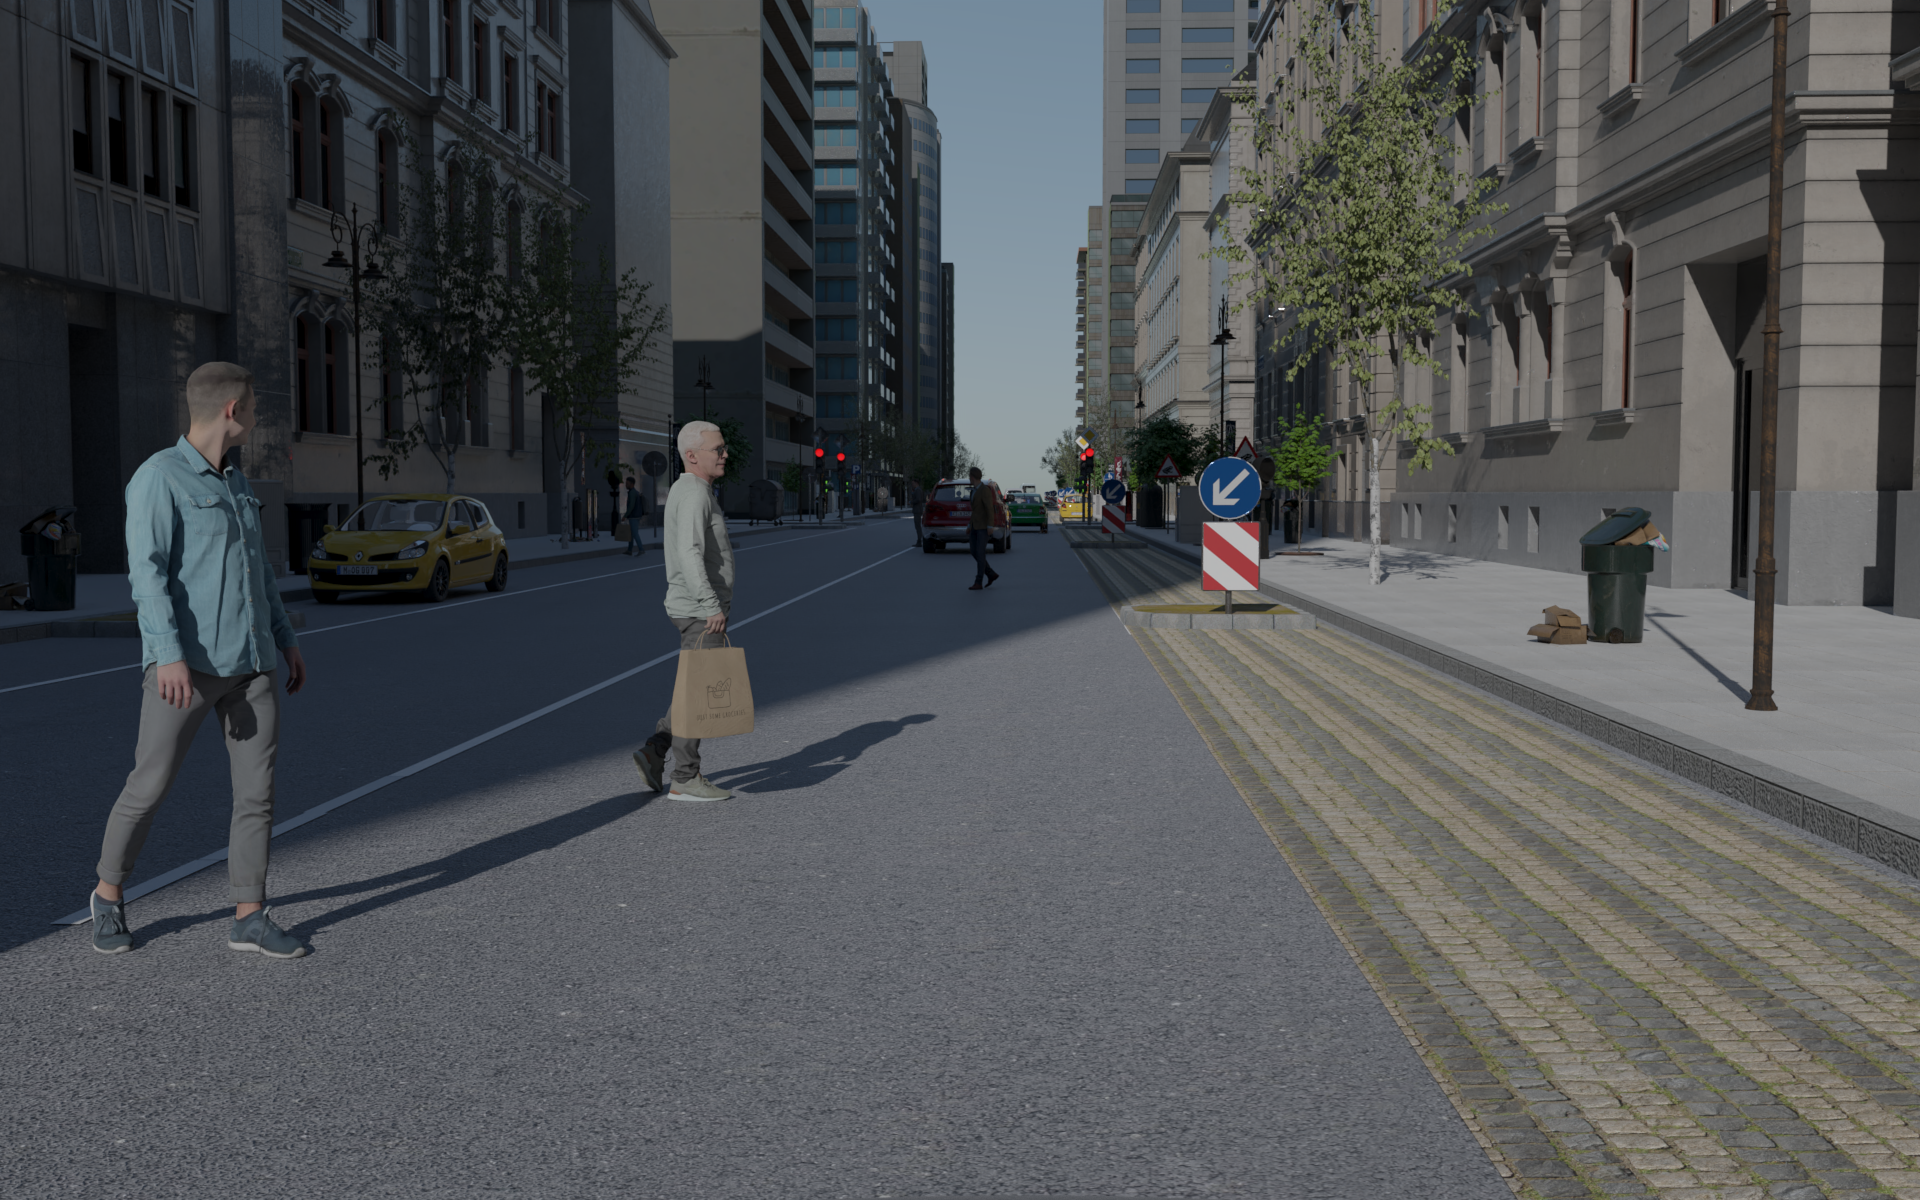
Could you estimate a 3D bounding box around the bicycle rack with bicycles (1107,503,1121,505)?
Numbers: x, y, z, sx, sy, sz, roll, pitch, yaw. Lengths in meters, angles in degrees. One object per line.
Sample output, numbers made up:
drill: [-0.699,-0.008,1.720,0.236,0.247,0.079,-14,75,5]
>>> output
bicycle rack with bicycles: [10.807,-6.176,114.360,2.852,0.926,2.925,0,4,-5]

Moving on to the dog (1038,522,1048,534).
dog: [2.967,-2.596,62.643,0.550,0.427,0.748,3,4,39]

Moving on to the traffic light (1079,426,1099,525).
traffic light: [5.297,-5.029,71.145,0.839,4.253,0.868,0,4,2]

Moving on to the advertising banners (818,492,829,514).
advertising banners: [-9.455,-7.046,111.391,2.074,3.025,0.090,-1,4,-17]

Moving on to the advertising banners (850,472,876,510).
advertising banners: [-7.837,-8.778,139.704,2.074,3.025,0.090,0,4,7]

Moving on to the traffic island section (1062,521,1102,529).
traffic island section: [5.675,-3.483,79.236,2.009,0.180,2.903,0,4,2]

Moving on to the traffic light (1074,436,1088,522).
traffic light: [5.636,-5.517,79.123,0.839,4.253,0.868,0,4,2]

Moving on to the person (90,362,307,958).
person: [-2.382,0.179,5.433,0.748,1.841,0.638,2,4,28]

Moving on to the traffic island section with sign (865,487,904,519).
traffic island section with sign: [-4.515,-5.701,101.843,1.989,1.847,2.006,0,4,2]

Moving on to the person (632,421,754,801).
person: [-1.242,0.062,7.980,0.515,1.767,0.782,-1,4,-14]

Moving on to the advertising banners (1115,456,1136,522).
advertising banners: [7.832,-5.123,79.941,0.090,3.025,2.074,-3,4,-37]

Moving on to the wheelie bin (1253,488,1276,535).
wheelie bin: [9.510,-2.835,54.268,0.693,1.594,0.980,1,4,17]

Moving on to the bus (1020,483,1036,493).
bus: [11.848,-18.885,303.621,2.948,3.499,13.247,0,4,0]

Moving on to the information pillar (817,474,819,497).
information pillar: [-12.502,-9.821,151.925,0.183,3.616,0.504,2,4,34]

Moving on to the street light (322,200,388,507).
street light: [-9.587,-3.352,27.598,0.468,5.910,1.993,0,4,2]

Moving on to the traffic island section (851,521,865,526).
traffic island section: [-5.456,-3.513,79.712,2.009,0.180,2.903,0,4,2]

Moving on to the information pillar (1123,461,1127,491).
information pillar: [11.606,-8.023,122.526,0.504,3.616,0.183,-3,4,-38]

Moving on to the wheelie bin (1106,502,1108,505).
wheelie bin: [11.395,-7.771,134.972,0.693,1.594,0.980,3,5,43]

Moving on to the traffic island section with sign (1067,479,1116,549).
traffic island section with sign: [3.940,-2.293,46.117,1.989,1.847,2.006,0,4,2]

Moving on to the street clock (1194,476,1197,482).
street clock: [7.824,-3.143,55.962,0.471,2.002,0.358,-2,4,-26]

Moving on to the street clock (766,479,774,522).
street clock: [-8.871,-4.661,80.782,0.358,2.002,0.471,-3,5,-44]

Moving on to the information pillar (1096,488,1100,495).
information pillar: [11.630,-8.642,145.795,0.304,2.012,0.304,1,4,13]

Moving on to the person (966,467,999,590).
person: [0.305,-1.087,26.188,0.656,1.842,0.836,2,4,34]

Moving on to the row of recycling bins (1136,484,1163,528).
row of recycling bins: [7.467,-3.718,67.908,1.069,1.692,3.534,0,4,3]

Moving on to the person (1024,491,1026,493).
person: [6.554,-10.011,173.125,0.756,1.711,0.436,-1,4,-9]

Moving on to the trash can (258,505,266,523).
trash can: [-9.669,-0.704,23.171,0.748,1.137,0.748,0,3,0]

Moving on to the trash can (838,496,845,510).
trash can: [-9.685,-7.955,141.715,0.748,1.137,0.748,0,3,0]

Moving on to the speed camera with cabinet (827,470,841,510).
speed camera with cabinet: [-10.487,-9.118,143.412,0.660,3.252,2.038,2,4,32]

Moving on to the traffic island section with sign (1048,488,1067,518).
traffic island section with sign: [6.321,-5.713,102.034,1.989,1.847,2.006,0,4,2]

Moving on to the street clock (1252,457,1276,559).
street clock: [5.963,-1.805,34.083,0.471,2.002,0.358,-3,4,-37]

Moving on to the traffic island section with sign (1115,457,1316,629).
traffic island section with sign: [2.797,-0.646,19.186,1.989,1.847,2.006,0,4,2]

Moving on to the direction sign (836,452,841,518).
direction sign: [-6.503,-6.219,93.673,0.379,3.537,0.876,0,4,7]

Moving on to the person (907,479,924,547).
person: [-1.212,-2.368,47.016,0.447,1.846,0.655,0,4,1]

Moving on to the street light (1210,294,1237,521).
street light: [6.084,-4.123,40.198,0.468,5.910,1.993,0,4,2]

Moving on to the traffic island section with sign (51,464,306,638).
traffic island section with sign: [-8.071,-0.587,18.219,1.989,1.847,2.006,0,4,2]

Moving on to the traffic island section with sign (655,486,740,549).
traffic island section with sign: [-6.894,-2.273,45.791,1.989,1.847,2.006,0,4,2]

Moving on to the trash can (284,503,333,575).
trash can: [-10.381,-0.975,27.602,0.748,1.137,0.748,0,3,0]

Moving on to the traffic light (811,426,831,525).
traffic light: [-5.755,-5.057,71.598,0.839,4.253,0.868,0,4,2]

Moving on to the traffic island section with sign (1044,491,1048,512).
traffic island section with sign: [7.461,-7.360,128.965,1.989,1.847,2.006,0,4,2]

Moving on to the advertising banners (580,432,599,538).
advertising banners: [-10.604,-3.262,49.518,0.090,3.025,2.074,0,4,1]

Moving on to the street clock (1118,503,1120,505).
street clock: [12.601,-8.122,137.364,0.471,2.002,0.358,-3,5,-42]

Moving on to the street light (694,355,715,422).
street light: [-8.470,-5.184,57.553,0.468,5.910,1.993,0,4,2]

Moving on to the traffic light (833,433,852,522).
traffic light: [-5.416,-5.545,79.575,0.839,4.253,0.868,0,4,2]

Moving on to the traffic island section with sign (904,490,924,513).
traffic island section with sign: [-3.347,-7.395,129.528,1.989,1.847,2.006,0,4,2]

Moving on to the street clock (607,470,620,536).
street clock: [-10.496,-2.941,52.657,0.358,2.002,0.471,-3,5,-40]

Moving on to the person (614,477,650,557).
person: [-7.451,-1.885,39.297,0.713,1.824,0.794,1,4,18]

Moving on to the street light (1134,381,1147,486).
street light: [7.340,-5.988,70.695,0.468,5.910,1.993,0,4,2]

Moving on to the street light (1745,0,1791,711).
street light: [4.775,-2.285,10.141,0.468,5.910,1.993,0,4,2]

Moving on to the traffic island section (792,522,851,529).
traffic island section: [-5.795,-3.025,71.734,2.009,0.180,2.903,0,4,2]
